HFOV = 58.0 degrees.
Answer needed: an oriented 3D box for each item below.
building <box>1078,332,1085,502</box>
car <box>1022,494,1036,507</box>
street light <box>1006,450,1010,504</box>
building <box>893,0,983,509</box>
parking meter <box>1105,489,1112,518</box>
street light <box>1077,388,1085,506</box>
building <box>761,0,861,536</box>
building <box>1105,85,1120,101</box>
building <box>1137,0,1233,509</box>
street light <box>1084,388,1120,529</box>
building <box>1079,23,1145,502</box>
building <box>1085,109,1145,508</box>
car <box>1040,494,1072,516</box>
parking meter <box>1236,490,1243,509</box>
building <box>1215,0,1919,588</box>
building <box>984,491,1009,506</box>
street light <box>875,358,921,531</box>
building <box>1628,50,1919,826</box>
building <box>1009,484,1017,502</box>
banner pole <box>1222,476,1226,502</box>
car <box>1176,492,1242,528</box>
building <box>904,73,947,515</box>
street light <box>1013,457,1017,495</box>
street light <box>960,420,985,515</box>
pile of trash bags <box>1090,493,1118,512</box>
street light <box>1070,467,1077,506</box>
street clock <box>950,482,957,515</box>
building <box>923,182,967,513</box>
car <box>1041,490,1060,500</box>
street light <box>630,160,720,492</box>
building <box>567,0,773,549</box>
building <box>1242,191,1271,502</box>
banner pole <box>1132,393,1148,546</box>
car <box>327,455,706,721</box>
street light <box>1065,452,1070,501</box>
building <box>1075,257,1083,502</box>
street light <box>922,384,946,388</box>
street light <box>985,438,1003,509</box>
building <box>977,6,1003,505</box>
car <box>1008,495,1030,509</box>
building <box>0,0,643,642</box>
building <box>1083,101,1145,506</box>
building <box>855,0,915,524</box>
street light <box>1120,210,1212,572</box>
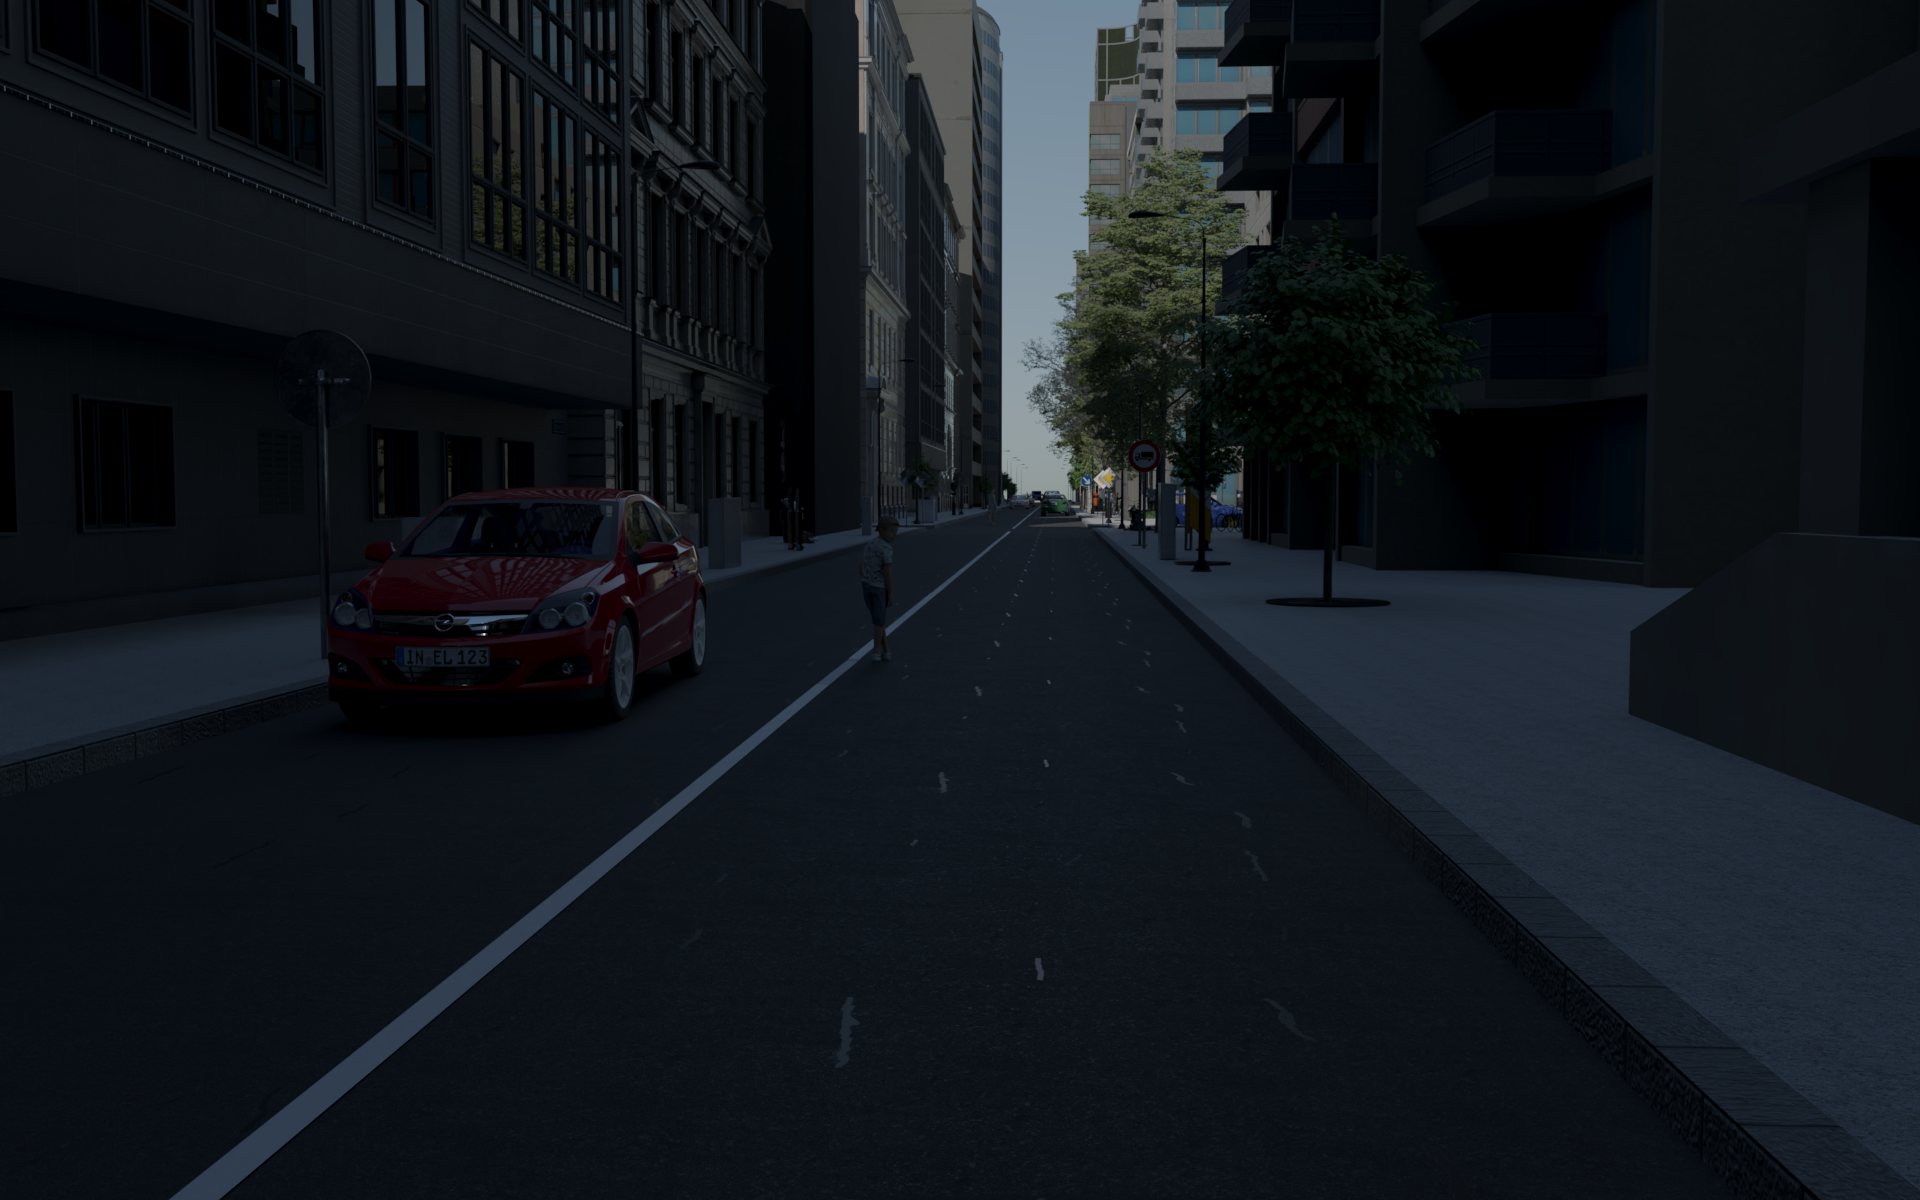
[{"bbox_3d":[26.378,-31.350,284.266,14.160,30.474,14.107,0,4,3],"label":"building"},{"bbox_3d":[7.333,-11.004,190.137,2.015,1.641,3.980,0,4,3],"label":"car"},{"bbox_3d":[4.648,-12.944,184.170,1.470,5.913,1.316,0,4,3],"label":"street light"},{"bbox_3d":[-9.031,-32.713,158.556,21.300,48.544,21.600,0,4,3],"label":"building"},{"bbox_3d":[7.908,-5.125,92.211,0.372,1.533,0.369,0,3,0],"label":"parking meter"},{"bbox_3d":[5.976,-6.308,75.676,1.470,5.913,1.316,0,4,3],"label":"street light"},{"bbox_3d":[-11.934,-13.975,58.174,15.834,23.373,12.332,0,4,3],"label":"building"},{"bbox_3d":[26.858,-35.805,205.017,23.786,49.044,30.456,0,4,3],"label":"building"},{"bbox_3d":[24.791,-31.258,130.669,23.786,49.044,30.456,0,4,3],"label":"building"},{"bbox_3d":[5.408,-5.560,63.441,1.470,5.913,1.316,0,4,3],"label":"street light"},{"bbox_3d":[28.729,-50.594,265.456,20.563,71.187,20.611,0,4,3],"label":"building"},{"bbox_3d":[28.550,-28.846,163.506,32.217,40.220,23.993,0,4,3],"label":"building"},{"bbox_3d":[6.241,-6.207,113.274,2.131,1.459,4.920,0,4,5],"label":"car"},{"bbox_3d":[15.506,-5.358,96.013,0.372,1.533,0.369,0,3,0],"label":"parking meter"},{"bbox_3d":[17.045,-23.295,35.493,22.147,44.769,28.867,0,4,3],"label":"building"},{"bbox_3d":[-9.937,-33.813,244.725,32.217,40.220,23.993,0,4,3],"label":"building"},{"bbox_3d":[-2.231,-5.318,59.492,1.470,5.913,1.316,0,4,3],"label":"street light"},{"bbox_3d":[19.600,-18.911,1.074,32.217,40.220,23.993,0,4,3],"label":"building"},{"bbox_3d":[-6.644,-36.736,292.513,32.217,40.220,23.993,0,4,3],"label":"building"},{"bbox_3d":[15.337,-6.768,100.672,0.401,3.779,0.863,2,4,28],"label":"banner pole"},{"bbox_3d":[9.608,-3.630,68.941,3.694,1.707,1.945,0,4,3],"label":"car"},{"bbox_3d":[-8.625,-19.084,105.534,14.314,27.812,24.014,0,4,3],"label":"building"},{"bbox_3d":[6.515,-15.079,219.080,1.470,5.913,1.316,0,4,3],"label":"street light"},{"bbox_3d":[0.628,-8.304,108.306,1.470,5.913,1.316,0,4,3],"label":"street light"},{"bbox_3d":[10.221,-7.031,124.703,1.912,1.369,3.447,1,4,23],"label":"pile of trash bags"},{"bbox_3d":[7.974,-8.469,111.012,1.470,5.913,1.316,0,4,3],"label":"street light"},{"bbox_3d":[-0.373,-6.114,104.527,0.358,2.002,0.471,2,4,31],"label":"street clock"},{"bbox_3d":[-6.353,-20.415,131.044,12.463,27.353,25.104,0,4,3],"label":"building"},{"bbox_3d":[9.570,-10.471,179.873,2.281,1.827,5.304,0,4,5],"label":"car"},{"bbox_3d":[-4.035,-3.165,24.289,1.470,5.913,1.316,0,4,3],"label":"street light"},{"bbox_3d":[-10.792,-10.815,41.454,10.561,19.102,19.286,0,4,3],"label":"building"},{"bbox_3d":[29.895,-14.645,84.485,28.899,21.520,27.650,0,4,3],"label":"building"},{"bbox_3d":[4.451,-3.218,42.625,0.401,3.779,0.863,0,4,2],"label":"banner pole"},{"bbox_3d":[-2.973,-0.199,12.288,2.155,1.783,4.494,0,4,1],"label":"car"},{"bbox_3d":[10.329,-11.094,153.931,1.470,5.913,1.316,0,4,3],"label":"street light"},{"bbox_3d":[26.942,-37.607,298.463,14.154,41.232,14.086,0,4,3],"label":"building"},{"bbox_3d":[-1.287,-6.158,73.229,1.470,5.913,1.316,0,4,3],"label":"street light"},{"bbox_3d":[2.774,-10.812,149.325,1.470,5.913,1.316,0,4,3],"label":"street light"},{"bbox_3d":[-5.853,-40.686,207.213,21.231,58.520,28.212,0,4,3],"label":"building"},{"bbox_3d":[5.703,-9.449,166.845,2.083,1.381,4.827,0,4,1],"label":"car"},{"bbox_3d":[-13.360,-13.834,19.687,14.314,27.812,24.014,0,4,3],"label":"building"},{"bbox_3d":[20.546,-30.565,183.338,14.154,41.232,14.086,0,4,3],"label":"building"},{"bbox_3d":[-9.618,-18.202,83.502,13.634,28.700,20.117,0,4,3],"label":"building"},{"bbox_3d":[3.456,-3.423,28.511,1.470,5.913,1.316,0,4,3],"label":"street light"}]
